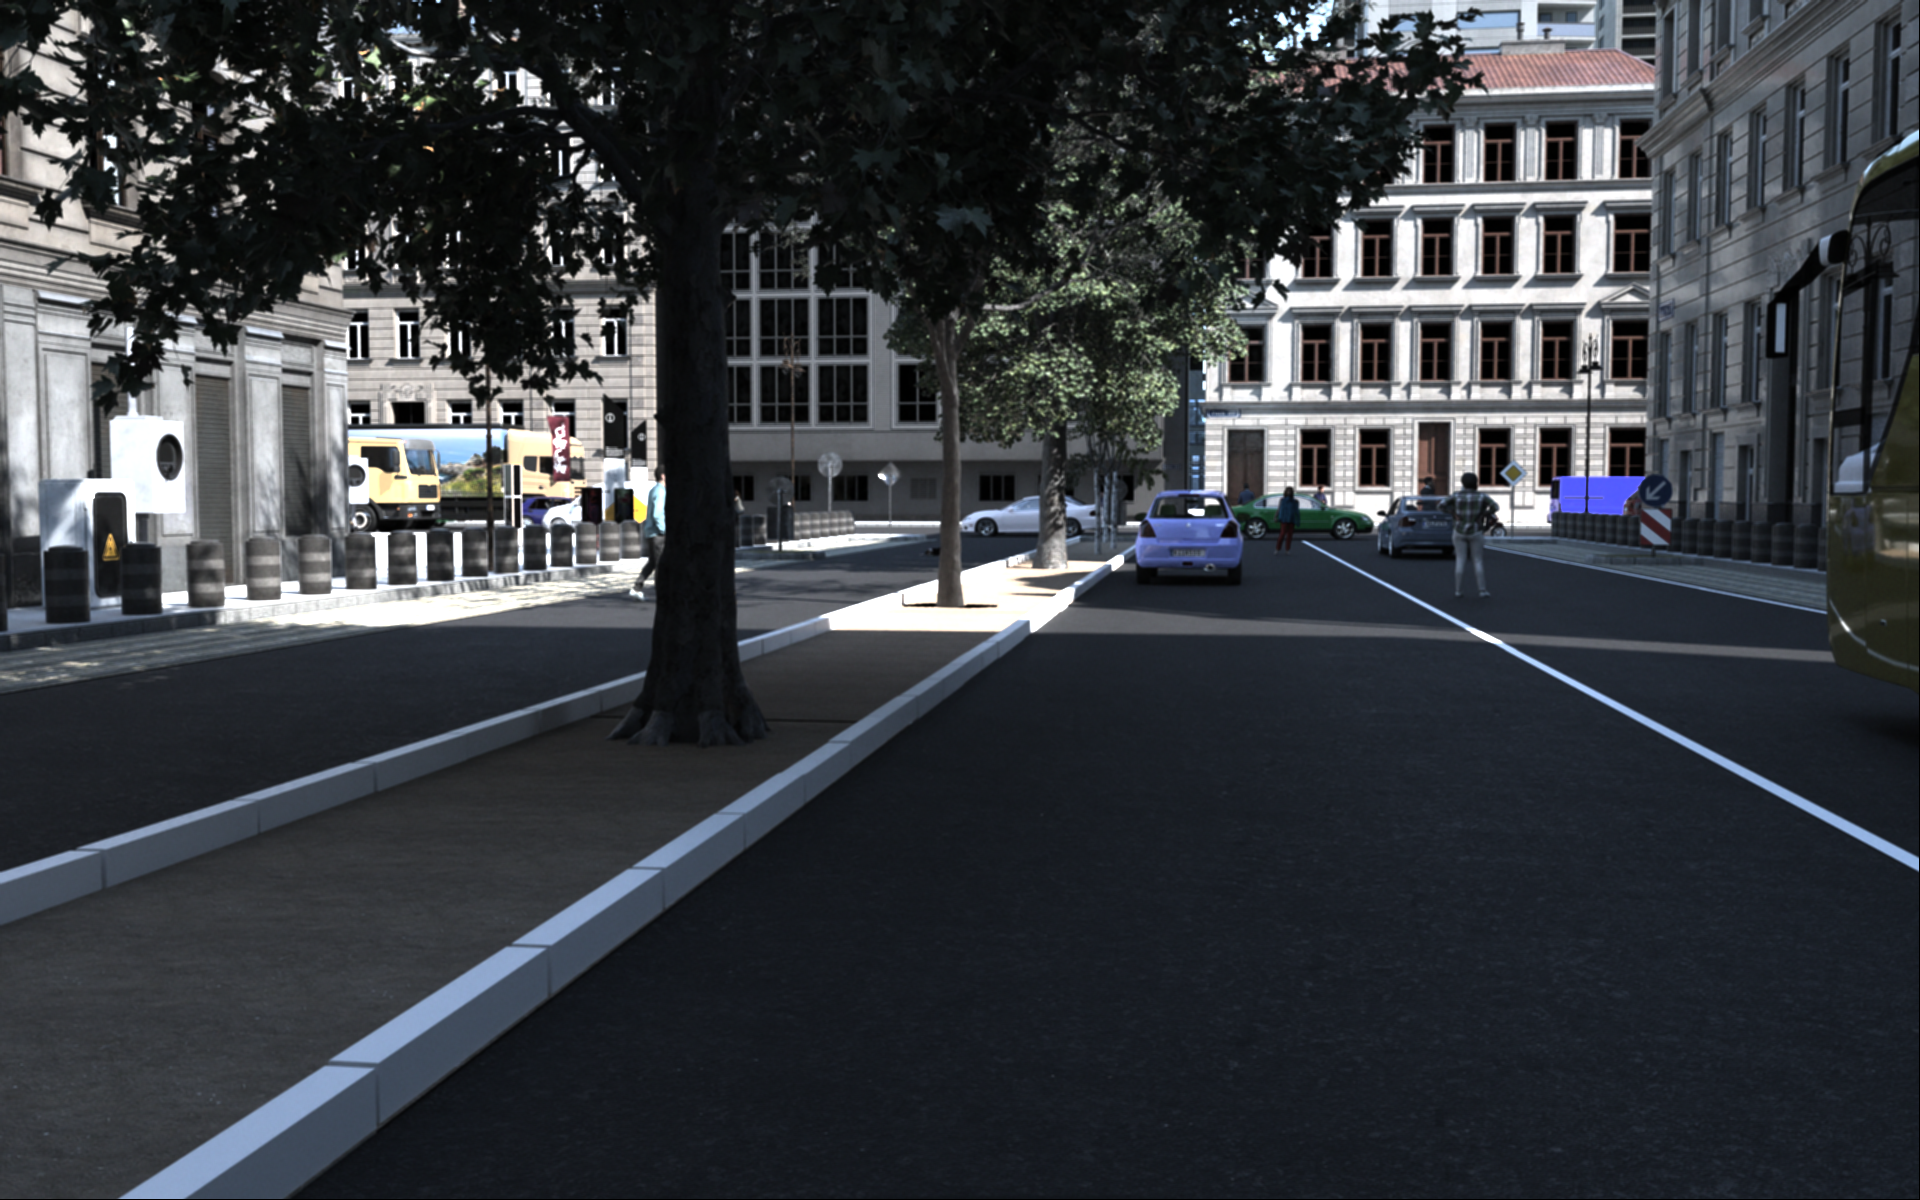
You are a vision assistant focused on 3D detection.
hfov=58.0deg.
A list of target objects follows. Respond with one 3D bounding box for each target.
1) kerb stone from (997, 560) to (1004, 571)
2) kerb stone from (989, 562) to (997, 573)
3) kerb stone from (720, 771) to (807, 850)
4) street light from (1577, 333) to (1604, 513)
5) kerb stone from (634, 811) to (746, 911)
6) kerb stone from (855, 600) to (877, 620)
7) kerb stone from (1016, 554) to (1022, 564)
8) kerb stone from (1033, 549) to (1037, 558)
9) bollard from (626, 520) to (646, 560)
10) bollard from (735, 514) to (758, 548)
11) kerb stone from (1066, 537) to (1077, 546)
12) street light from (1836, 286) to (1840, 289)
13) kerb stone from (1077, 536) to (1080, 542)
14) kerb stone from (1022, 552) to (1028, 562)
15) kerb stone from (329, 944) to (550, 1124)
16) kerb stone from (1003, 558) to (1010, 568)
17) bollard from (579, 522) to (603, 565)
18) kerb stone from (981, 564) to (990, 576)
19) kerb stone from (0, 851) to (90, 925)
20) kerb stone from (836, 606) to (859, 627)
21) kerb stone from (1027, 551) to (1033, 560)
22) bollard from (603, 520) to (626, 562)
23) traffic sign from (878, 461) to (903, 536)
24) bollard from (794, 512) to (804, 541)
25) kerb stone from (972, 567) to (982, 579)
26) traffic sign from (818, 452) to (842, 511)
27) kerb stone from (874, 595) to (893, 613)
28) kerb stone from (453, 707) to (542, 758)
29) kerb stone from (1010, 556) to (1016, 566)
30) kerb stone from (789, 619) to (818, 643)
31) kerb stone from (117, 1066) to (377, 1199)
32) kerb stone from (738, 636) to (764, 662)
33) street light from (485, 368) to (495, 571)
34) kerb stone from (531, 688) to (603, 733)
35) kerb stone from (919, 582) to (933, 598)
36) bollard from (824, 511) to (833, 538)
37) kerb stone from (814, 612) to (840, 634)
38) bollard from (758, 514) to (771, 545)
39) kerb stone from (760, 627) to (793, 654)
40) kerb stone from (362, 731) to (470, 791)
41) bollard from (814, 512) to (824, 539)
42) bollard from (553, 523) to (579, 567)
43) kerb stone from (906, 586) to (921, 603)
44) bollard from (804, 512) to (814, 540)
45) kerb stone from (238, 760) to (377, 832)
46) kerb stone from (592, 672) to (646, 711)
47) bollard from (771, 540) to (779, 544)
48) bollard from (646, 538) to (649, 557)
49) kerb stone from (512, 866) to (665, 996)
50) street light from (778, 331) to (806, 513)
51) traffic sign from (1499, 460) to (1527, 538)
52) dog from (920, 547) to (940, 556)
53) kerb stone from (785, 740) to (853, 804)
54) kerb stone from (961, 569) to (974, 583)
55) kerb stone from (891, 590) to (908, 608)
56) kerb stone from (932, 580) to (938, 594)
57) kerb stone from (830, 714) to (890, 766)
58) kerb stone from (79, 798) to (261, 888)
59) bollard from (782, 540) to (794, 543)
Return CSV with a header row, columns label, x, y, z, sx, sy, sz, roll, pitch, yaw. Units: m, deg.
label,x,y,z,sx,sy,sz,roll,pitch,yaw
kerb stone,0.652,-0.610,32.173,0.120,0.150,1.000,1,4,8
kerb stone,0.504,-0.548,31.159,0.120,0.150,1.000,1,4,8
kerb stone,-0.846,0.901,7.464,0.120,0.150,1.000,1,4,8
street light,18.111,-4.718,49.926,0.468,5.910,1.993,1,4,8
kerb stone,-0.997,0.963,6.450,0.120,0.150,1.000,1,4,8
kerb stone,-1.146,0.137,19.951,0.120,0.150,1.000,1,4,8
kerb stone,1.104,-0.797,35.236,0.120,0.150,1.000,1,4,8
kerb stone,1.550,-0.985,38.292,0.120,0.150,1.000,1,4,8
bollard,-6.480,-1.182,34.043,0.404,0.777,0.398,0,3,0
bollard,-5.259,-1.694,42.415,0.404,0.777,0.398,0,3,0
kerb stone,3.179,-1.668,49.475,0.120,0.150,1.000,1,4,8
street light,15.119,-3.437,28.977,0.468,5.910,1.993,1,4,8
kerb stone,3.332,-1.731,50.491,0.120,0.150,1.000,1,4,8
kerb stone,1.253,-0.860,36.257,0.120,0.150,1.000,1,4,8
kerb stone,-1.297,1.088,4.410,0.120,0.150,1.000,1,4,8
kerb stone,0.797,-0.673,33.191,0.120,0.150,1.000,1,4,8
bollard,-6.834,-1.035,31.645,0.404,0.777,0.398,0,3,0
kerb stone,0.356,-0.486,30.137,0.120,0.150,1.000,1,4,8
kerb stone,-3.220,1.009,5.744,0.120,0.150,1.000,1,4,8
kerb stone,-1.287,0.199,18.936,0.120,0.150,1.000,1,4,8
kerb stone,1.401,-0.922,37.273,0.120,0.150,1.000,1,4,8
bollard,-6.654,-1.109,32.851,0.404,0.777,0.398,0,3,0
traffic sign,-2.145,-3.037,53.305,0.795,2.450,0.064,1,4,8
bollard,-4.553,-1.986,47.183,0.404,0.777,0.398,0,3,0
kerb stone,0.202,-0.423,29.111,0.120,0.150,1.000,1,4,8
traffic sign,-3.961,-3.219,52.734,0.768,2.556,0.104,1,4,10
kerb stone,-0.995,0.074,20.978,0.120,0.150,1.000,1,4,8
kerb stone,-2.631,0.759,9.801,0.120,0.150,1.000,1,4,8
kerb stone,0.942,-0.735,34.218,0.120,0.150,1.000,1,4,8
kerb stone,-1.586,0.326,16.907,0.120,0.150,1.000,1,4,8
kerb stone,-1.440,1.153,3.396,0.120,0.150,1.000,1,4,8
kerb stone,-1.889,0.448,14.879,0.120,0.150,1.000,1,4,8
street light,-7.806,-3.417,28.658,0.468,5.910,1.993,1,4,8
kerb stone,-2.479,0.696,10.817,0.120,0.150,1.000,1,4,8
kerb stone,-0.548,-0.112,24.022,0.120,0.150,1.000,1,4,8
bollard,-4.031,-2.205,50.768,0.404,0.777,0.398,0,3,0
kerb stone,-1.439,0.262,17.923,0.120,0.150,1.000,1,4,8
bollard,-5.081,-1.767,43.603,0.404,0.777,0.398,0,3,0
kerb stone,-1.735,0.388,15.893,0.120,0.150,1.000,1,4,8
kerb stone,-2.770,0.820,8.786,0.120,0.150,1.000,1,4,8
bollard,-4.206,-2.132,49.580,0.404,0.777,0.398,0,3,0
bollard,-7.008,-0.962,30.450,0.404,0.777,0.398,0,3,0
kerb stone,-0.693,-0.049,23.005,0.120,0.150,1.000,1,4,8
bollard,-4.380,-2.059,48.383,0.404,0.777,0.398,0,3,0
kerb stone,-2.925,0.883,7.773,0.120,0.150,1.000,1,4,8
kerb stone,-2.326,0.634,11.836,0.120,0.150,1.000,1,4,8
bollard,-4.905,-1.840,44.795,0.404,0.777,0.398,0,3,0
bollard,-6.305,-1.255,35.238,0.404,0.777,0.398,0,3,0
kerb stone,-1.148,1.025,5.430,0.120,0.150,1.000,1,4,8
street light,-4.772,-4.683,49.352,0.468,5.910,1.993,1,4,8
traffic sign,16.151,-2.873,50.616,0.795,2.450,0.064,1,4,8
dog,-0.538,-1.234,40.366,0.748,0.427,0.550,3,4,38
kerb stone,-0.698,0.846,8.479,0.120,0.150,1.000,1,4,8
kerb stone,0.053,-0.361,28.097,0.120,0.150,1.000,1,4,8
kerb stone,-0.845,0.013,21.991,0.120,0.150,1.000,1,4,8
kerb stone,-0.386,-0.172,25.037,0.120,0.150,1.000,1,4,8
kerb stone,-0.552,0.777,9.493,0.120,0.150,1.000,1,4,8
kerb stone,-3.069,0.944,6.759,0.120,0.150,1.000,1,4,8
bollard,-4.732,-1.913,45.988,0.404,0.777,0.398,0,3,0
